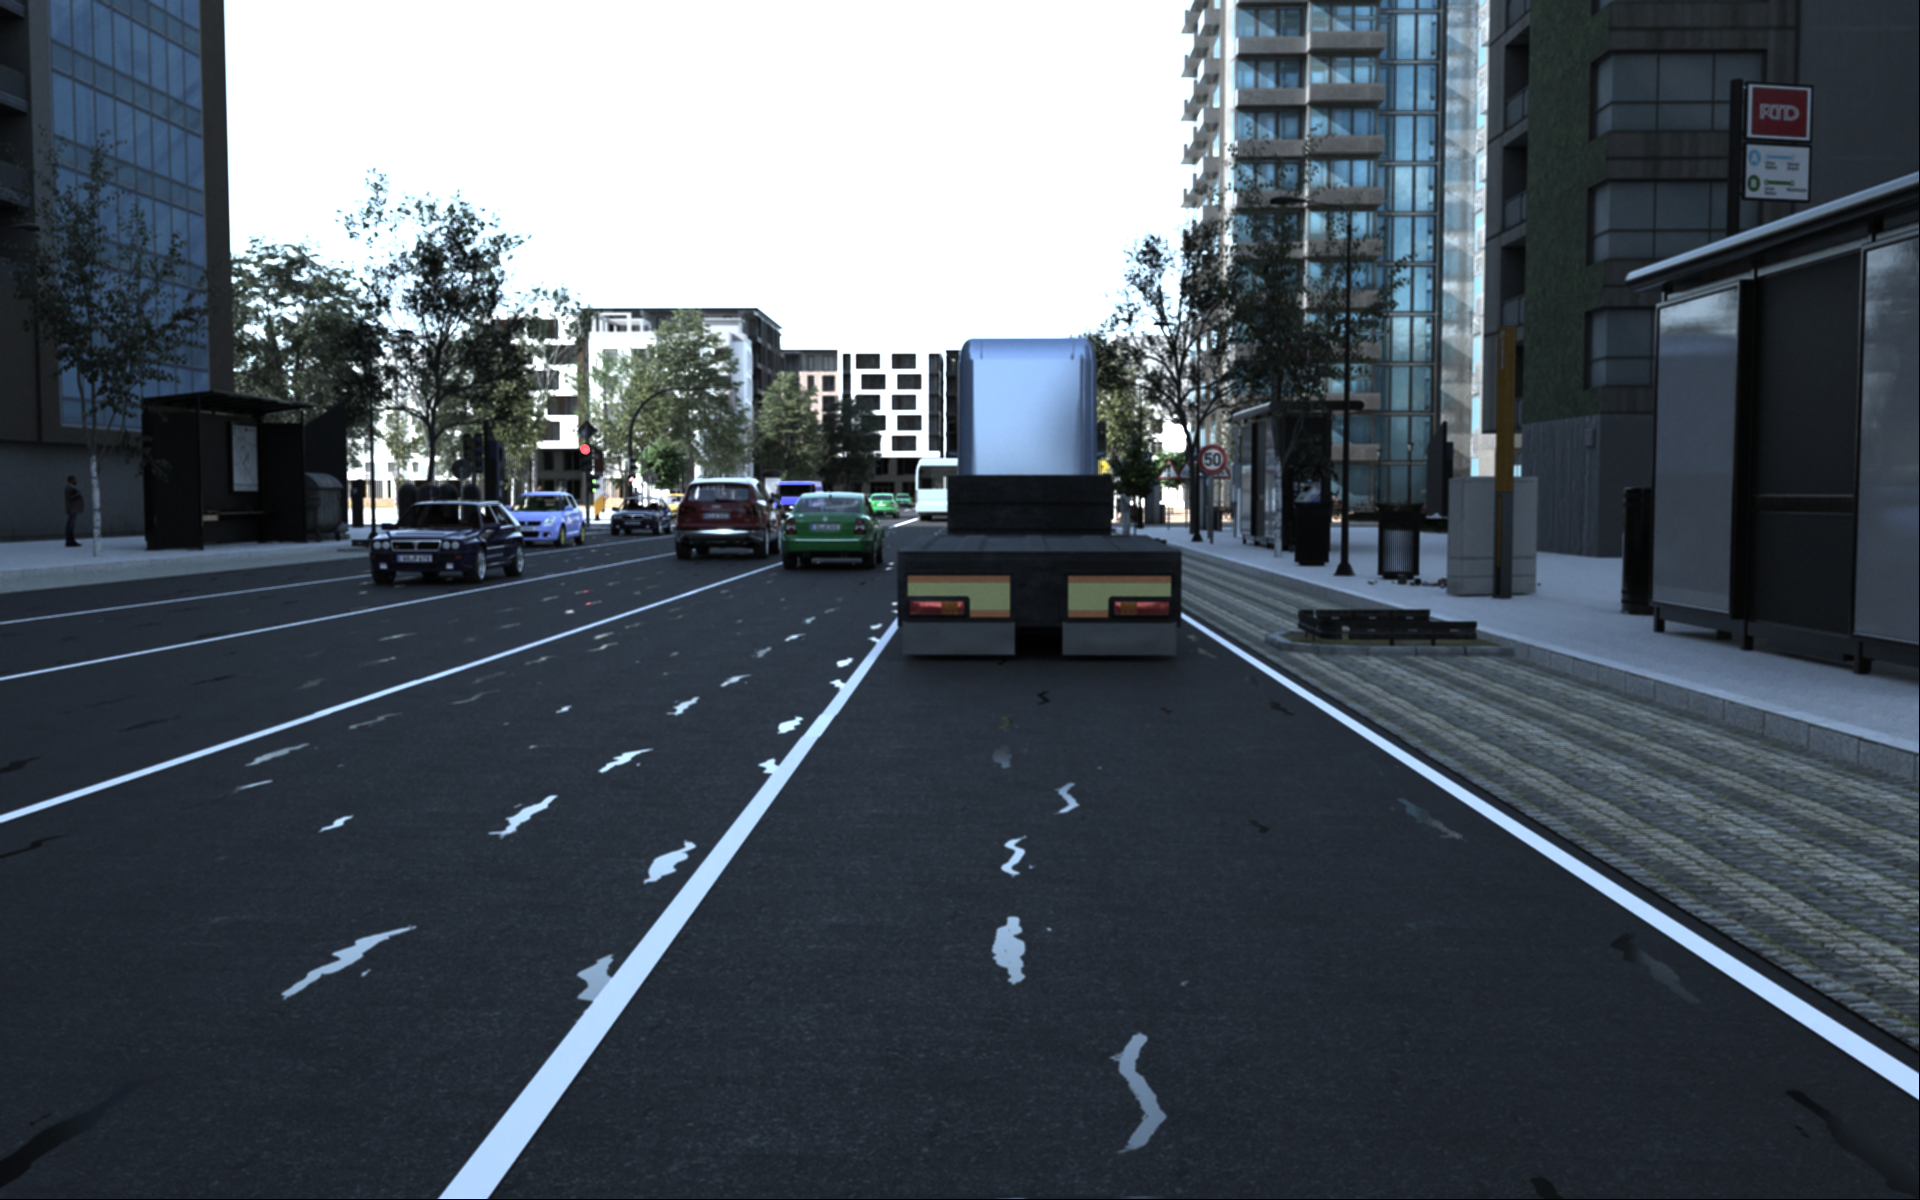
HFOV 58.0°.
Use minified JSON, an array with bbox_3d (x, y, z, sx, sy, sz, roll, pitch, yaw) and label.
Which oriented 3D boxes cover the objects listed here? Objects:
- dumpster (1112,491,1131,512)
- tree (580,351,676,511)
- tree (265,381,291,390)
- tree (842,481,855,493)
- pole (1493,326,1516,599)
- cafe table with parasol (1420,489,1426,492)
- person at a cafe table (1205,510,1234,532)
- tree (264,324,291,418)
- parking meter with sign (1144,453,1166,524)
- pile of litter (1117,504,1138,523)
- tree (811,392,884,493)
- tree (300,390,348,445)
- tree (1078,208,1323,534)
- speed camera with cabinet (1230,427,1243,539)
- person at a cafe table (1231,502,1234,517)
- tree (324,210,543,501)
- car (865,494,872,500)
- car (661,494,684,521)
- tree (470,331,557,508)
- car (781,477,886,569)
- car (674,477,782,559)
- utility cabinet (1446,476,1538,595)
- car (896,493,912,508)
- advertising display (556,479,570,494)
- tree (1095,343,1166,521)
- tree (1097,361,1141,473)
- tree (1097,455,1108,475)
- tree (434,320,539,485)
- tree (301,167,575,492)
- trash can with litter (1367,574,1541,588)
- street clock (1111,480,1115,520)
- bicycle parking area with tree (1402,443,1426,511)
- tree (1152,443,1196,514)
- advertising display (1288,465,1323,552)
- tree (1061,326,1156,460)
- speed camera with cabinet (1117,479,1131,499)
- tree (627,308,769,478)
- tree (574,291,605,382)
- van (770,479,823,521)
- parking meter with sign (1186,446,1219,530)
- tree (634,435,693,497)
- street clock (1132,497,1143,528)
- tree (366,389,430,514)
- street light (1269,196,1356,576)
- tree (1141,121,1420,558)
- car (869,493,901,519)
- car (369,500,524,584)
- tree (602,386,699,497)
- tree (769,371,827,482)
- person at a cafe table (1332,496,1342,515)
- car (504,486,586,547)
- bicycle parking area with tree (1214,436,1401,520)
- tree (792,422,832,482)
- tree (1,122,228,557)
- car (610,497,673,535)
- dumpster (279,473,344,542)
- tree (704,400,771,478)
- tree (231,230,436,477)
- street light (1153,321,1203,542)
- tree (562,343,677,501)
[{"bbox_3d":[8.251,-5.380,90.450,1.502,2.255,1.985,0,4,1],"label":"dumpster"},{"bbox_3d":[-16.441,-8.450,88.525,4.737,8.622,4.395,0,3,0],"label":"tree"},{"bbox_3d":[-42.208,-9.580,106.999,4.737,8.622,4.395,0,3,0],"label":"tree"},{"bbox_3d":[-14.395,-13.948,222.647,1.663,3.219,1.824,0,3,0],"label":"tree"},{"bbox_3d":[6.669,-1.673,21.202,0.158,3.312,0.155,0,3,0],"label":"pole"},{"bbox_3d":[31.942,-6.742,115.094,2.610,1.966,2.610,3,4,37],"label":"cafe table with parasol"},{"bbox_3d":[9.469,-2.977,59.530,1.698,1.238,1.726,0,4,-7],"label":"person at a cafe table"},{"bbox_3d":[-56.115,-14.277,135.257,13.155,14.587,18.604,-1,4,-23],"label":"tree"},{"bbox_3d":[8.233,-4.739,73.735,0.543,3.016,1.738,2,4,31],"label":"parking meter with sign"},{"bbox_3d":[7.598,-3.942,78.419,1.176,0.858,1.719,3,5,44],"label":"pile of litter"},{"bbox_3d":[-13.926,-18.763,213.434,9.857,13.997,8.962,0,3,0],"label":"tree"},{"bbox_3d":[-42.499,-10.039,114.494,4.360,8.622,3.978,0,3,0],"label":"tree"},{"bbox_3d":[7.647,-7.421,55.749,8.767,10.594,7.601,1,4,16],"label":"tree"},{"bbox_3d":[8.309,-3.416,50.181,0.660,3.252,2.038,0,4,-1],"label":"speed camera with cabinet"},{"bbox_3d":[9.085,-2.739,53.295,1.698,1.524,1.622,-3,4,-37],"label":"person at a cafe table"},{"bbox_3d":[-17.136,-7.470,56.544,7.601,10.594,8.767,0,4,-6],"label":"tree"},{"bbox_3d":[-9.475,-9.846,172.776,2.131,1.459,4.920,0,4,2],"label":"car"},{"bbox_3d":[-13.786,-4.498,83.765,2.015,1.641,3.980,0,4,0],"label":"car"},{"bbox_3d":[-20.310,-7.838,78.508,4.737,8.622,4.395,0,3,0],"label":"tree"},{"bbox_3d":[-2.488,-1.578,34.597,1.959,1.807,4.718,0,4,1],"label":"car"},{"bbox_3d":[-5.306,-1.915,39.987,2.281,1.827,5.304,0,4,-1],"label":"car"},{"bbox_3d":[6.743,-0.812,21.961,1.173,1.500,0.318,-1,4,-23],"label":"utility cabinet"},{"bbox_3d":[-5.848,-10.329,177.673,1.959,1.807,4.718,0,4,1],"label":"car"},{"bbox_3d":[-16.913,-4.194,73.791,0.123,1.923,0.974,-3,5,-41],"label":"advertising display"},{"bbox_3d":[7.611,-8.090,82.630,4.737,8.622,4.395,0,3,0],"label":"tree"},{"bbox_3d":[8.787,-8.918,96.173,4.360,8.622,3.978,0,3,0],"label":"tree"},{"bbox_3d":[13.804,-9.713,142.525,4.285,4.588,4.351,0,3,0],"label":"tree"},{"bbox_3d":[-35.702,-13.481,127.066,9.857,13.997,8.962,0,3,0],"label":"tree"},{"bbox_3d":[-31.723,-15.009,101.283,12.611,20.169,13.585,0,3,0],"label":"tree"},{"bbox_3d":[6.893,-0.812,24.332,2.233,1.210,1.678,2,4,31],"label":"trash can with litter"},{"bbox_3d":[7.595,-5.036,86.914,0.471,2.002,0.358,-1,4,-23],"label":"street clock"},{"bbox_3d":[22.732,-6.686,96.325,8.231,4.147,9.016,0,4,-5],"label":"bicycle parking area with tree"},{"bbox_3d":[13.488,-7.717,109.885,4.285,4.588,4.351,0,3,0],"label":"tree"},{"bbox_3d":[7.643,-2.026,38.346,0.974,1.923,0.123,-3,4,-36],"label":"advertising display"},{"bbox_3d":[8.757,-12.313,118.323,9.611,12.733,9.660,0,3,0],"label":"tree"},{"bbox_3d":[7.664,-5.754,88.418,2.038,3.252,0.660,1,4,14],"label":"speed camera with cabinet"},{"bbox_3d":[-16.864,-11.490,105.987,7.486,12.596,7.792,0,3,0],"label":"tree"},{"bbox_3d":[-35.806,-17.458,141.330,12.611,20.169,13.585,0,3,0],"label":"tree"},{"bbox_3d":[-7.695,-4.795,82.787,2.240,2.365,5.245,0,4,3],"label":"van"},{"bbox_3d":[8.727,-4.022,62.013,0.543,3.016,1.738,-1,4,-21],"label":"parking meter with sign"},{"bbox_3d":[-16.639,-6.929,96.996,4.285,4.588,4.351,0,3,0],"label":"tree"},{"bbox_3d":[6.720,-3.669,64.559,0.358,2.002,0.471,-1,4,-16],"label":"street clock"},{"bbox_3d":[-36.569,-9.938,112.846,4.737,8.622,4.395,0,3,0],"label":"tree"},{"bbox_3d":[5.520,-3.339,27.140,1.470,5.913,1.316,0,4,1],"label":"street light"},{"bbox_3d":[6.629,-5.156,34.656,4.360,8.622,3.978,0,3,0],"label":"tree"},{"bbox_3d":[-4.501,-5.685,101.752,1.959,1.807,4.718,0,4,1],"label":"car"},{"bbox_3d":[-8.531,-1.003,28.973,1.945,1.354,3.894,0,4,0],"label":"car"},{"bbox_3d":[-24.585,-12.396,137.079,8.767,10.594,7.601,0,4,6],"label":"tree"},{"bbox_3d":[-15.922,-14.802,160.139,7.486,12.596,7.792,0,3,0],"label":"tree"},{"bbox_3d":[22.320,-5.739,104.693,1.726,1.238,1.698,-2,4,-29],"label":"person at a cafe table"},{"bbox_3d":[-11.589,-2.355,48.090,1.945,1.707,3.694,0,4,1],"label":"car"},{"bbox_3d":[16.137,-6.090,86.574,8.231,4.147,9.016,-1,4,-9],"label":"bicycle parking area with tree"},{"bbox_3d":[-14.946,-13.619,173.037,4.360,8.622,3.978,0,3,0],"label":"tree"},{"bbox_3d":[-17.392,-5.180,35.060,4.360,8.622,3.978,0,3,0],"label":"tree"},{"bbox_3d":[-11.366,-3.015,61.876,1.945,1.354,3.894,0,4,-1],"label":"car"},{"bbox_3d":[-17.554,-2.504,46.704,1.264,1.857,1.865,0,4,1],"label":"dumpster"},{"bbox_3d":[-16.444,-11.132,132.369,4.360,8.622,3.978,0,3,0],"label":"tree"},{"bbox_3d":[-31.977,-10.775,82.825,9.857,13.997,8.962,0,3,0],"label":"tree"},{"bbox_3d":[5.878,-4.535,46.694,1.470,5.913,1.316,0,4,1],"label":"street light"},{"bbox_3d":[-23.517,-11.925,120.721,9.928,11.665,9.643,0,3,0],"label":"tree"}]
